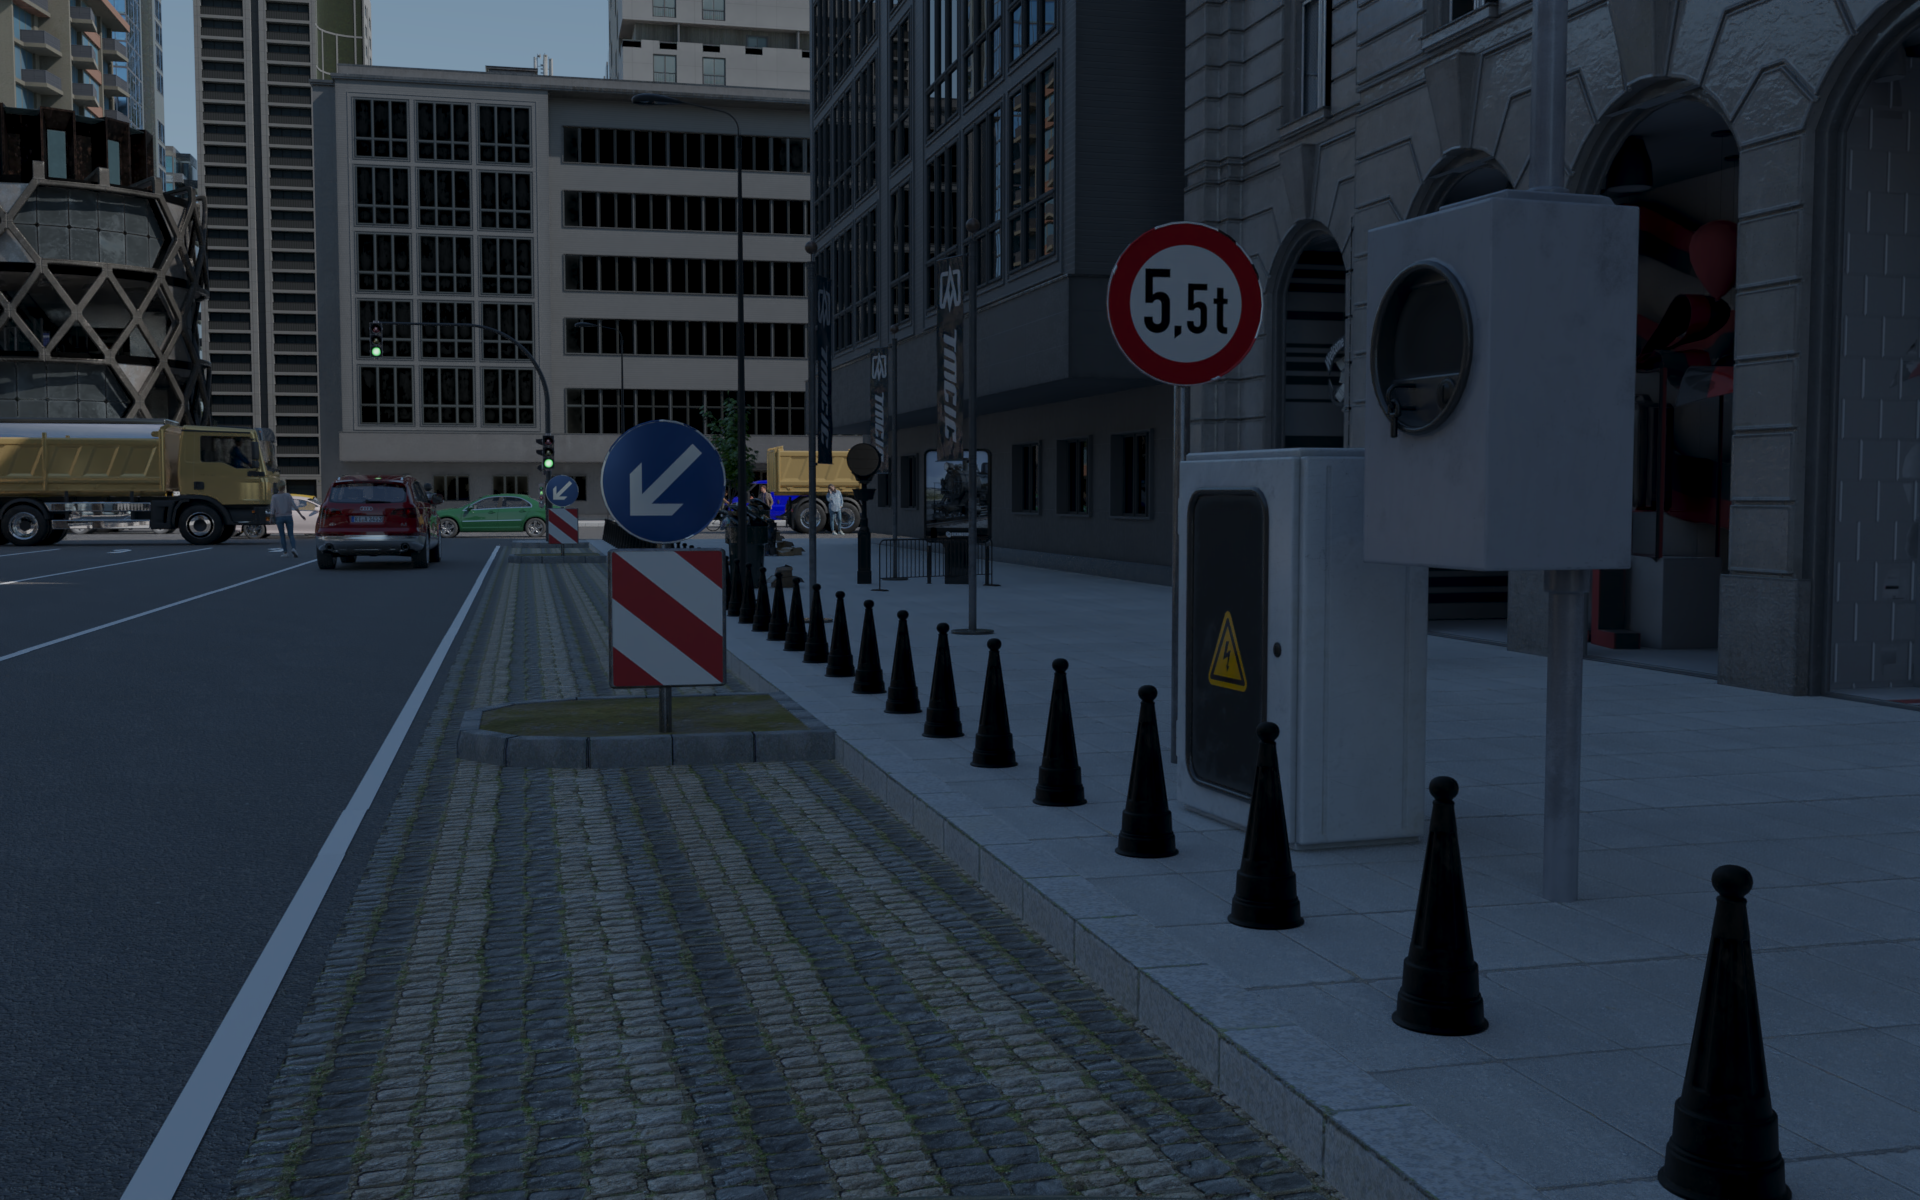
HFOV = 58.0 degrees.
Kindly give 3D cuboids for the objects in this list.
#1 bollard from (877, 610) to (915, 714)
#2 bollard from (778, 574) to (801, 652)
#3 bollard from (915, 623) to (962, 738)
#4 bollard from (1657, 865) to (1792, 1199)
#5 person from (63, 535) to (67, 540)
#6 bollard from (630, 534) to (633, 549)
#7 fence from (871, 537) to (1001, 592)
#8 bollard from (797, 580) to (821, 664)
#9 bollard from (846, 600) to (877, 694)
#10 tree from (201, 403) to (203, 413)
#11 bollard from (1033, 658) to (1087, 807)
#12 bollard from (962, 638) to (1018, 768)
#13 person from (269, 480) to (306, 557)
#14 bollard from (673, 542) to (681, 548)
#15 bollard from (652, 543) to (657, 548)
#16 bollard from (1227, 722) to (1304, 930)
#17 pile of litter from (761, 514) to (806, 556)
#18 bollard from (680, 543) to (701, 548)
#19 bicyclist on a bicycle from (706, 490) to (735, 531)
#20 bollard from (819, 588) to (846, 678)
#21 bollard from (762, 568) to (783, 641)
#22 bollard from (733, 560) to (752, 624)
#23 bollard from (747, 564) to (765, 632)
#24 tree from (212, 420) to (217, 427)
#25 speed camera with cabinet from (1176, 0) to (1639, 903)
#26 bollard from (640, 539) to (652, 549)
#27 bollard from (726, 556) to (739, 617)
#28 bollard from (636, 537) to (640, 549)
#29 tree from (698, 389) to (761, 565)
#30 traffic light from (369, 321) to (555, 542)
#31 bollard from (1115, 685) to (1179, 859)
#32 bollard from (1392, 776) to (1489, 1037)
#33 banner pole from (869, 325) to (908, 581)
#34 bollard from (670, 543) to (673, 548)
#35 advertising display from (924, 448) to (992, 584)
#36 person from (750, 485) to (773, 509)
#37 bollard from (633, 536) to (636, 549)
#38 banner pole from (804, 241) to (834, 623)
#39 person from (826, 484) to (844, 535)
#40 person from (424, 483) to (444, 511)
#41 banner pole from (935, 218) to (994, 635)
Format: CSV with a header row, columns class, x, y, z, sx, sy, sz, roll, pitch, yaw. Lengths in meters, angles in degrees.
class,x,y,z,sx,sy,sz,roll,pitch,yaw
bollard,-0.335,0.358,10.182,0.229,0.601,0.229,0,3,0
bollard,-1.340,0.113,14.195,0.229,0.601,0.229,0,3,0
bollard,-0.090,0.419,9.185,0.229,0.601,0.229,0,3,0
bollard,1.414,0.786,3.188,0.229,0.601,0.229,0,3,0
person,-28.387,-2.823,54.462,0.655,1.846,0.447,3,5,40
bollard,-6.351,-1.111,34.201,0.229,0.601,0.229,0,3,0
fence,-0.308,-0.498,23.521,2.069,0.683,0.278,-3,5,-40
bollard,-1.092,0.174,13.199,0.229,0.601,0.229,0,3,0
bollard,-0.587,0.297,11.183,0.229,0.601,0.229,0,3,0
tree,-63.565,-14.054,137.205,7.806,13.903,7.818,0,3,0
bollard,0.416,0.541,7.191,0.229,0.601,0.229,0,3,0
bollard,0.162,0.480,8.190,0.229,0.601,0.229,0,3,0
person,-15.160,-1.834,39.151,0.731,1.740,0.598,-3,5,-40
bollard,-3.843,-0.498,24.192,0.229,0.601,0.229,0,3,0
bollard,-4.842,-0.743,28.184,0.229,0.601,0.229,0,3,0
bollard,0.919,0.664,5.185,0.229,0.601,0.229,0,3,0
pile of litter,-3.814,-1.377,36.477,1.176,0.858,1.719,1,4,15
bollard,-3.591,-0.437,23.194,0.229,0.601,0.229,0,3,0
bicyclist on a bicycle,-9.003,-3.462,66.624,1.625,1.676,1.499,-1,4,-14
bollard,-0.842,0.235,12.200,0.229,0.601,0.229,0,3,0
bollard,-1.588,0.052,15.197,0.229,0.601,0.229,0,3,0
bollard,-2.095,-0.070,17.194,0.229,0.601,0.229,0,3,0
bollard,-1.841,-0.009,16.196,0.229,0.601,0.229,0,3,0
tree,-70.199,-12.971,162.438,4.360,8.622,3.978,0,3,0
speed camera with cabinet,1.460,-0.720,6.114,0.660,3.252,2.038,-1,4,-19
bollard,-5.599,-0.927,31.203,0.229,0.601,0.229,0,3,0
bollard,-2.340,-0.131,18.191,0.229,0.601,0.229,0,3,0
bollard,-5.849,-0.988,32.199,0.229,0.601,0.229,0,3,0
tree,-4.133,-2.265,31.635,1.663,3.219,1.824,0,3,0
traffic light,-13.157,-4.373,46.167,4.771,5.953,1.251,-1,4,-14
bollard,0.669,0.603,6.185,0.229,0.601,0.229,0,3,0
bollard,1.166,0.725,4.189,0.229,0.601,0.229,0,3,0
banner pole,-1.111,-2.194,25.895,0.401,3.779,0.863,-3,4,-38
bollard,-4.095,-0.559,25.189,0.229,0.601,0.229,0,3,0
advertising display,-0.032,-1.187,24.616,0.974,1.923,0.123,1,4,14
person,-7.503,-3.452,65.466,0.617,1.759,0.750,3,4,37
bollard,-6.099,-1.049,33.195,0.229,0.601,0.229,0,3,0
banner pole,-1.414,-1.679,17.467,0.401,3.779,0.863,1,4,15
person,-4.382,-3.189,60.897,0.793,1.790,0.793,3,5,39
person,-14.714,-2.369,47.949,0.841,1.734,0.376,-1,4,-13
banner pole,-0.006,-1.591,16.032,0.401,3.779,0.863,-2,4,-32
